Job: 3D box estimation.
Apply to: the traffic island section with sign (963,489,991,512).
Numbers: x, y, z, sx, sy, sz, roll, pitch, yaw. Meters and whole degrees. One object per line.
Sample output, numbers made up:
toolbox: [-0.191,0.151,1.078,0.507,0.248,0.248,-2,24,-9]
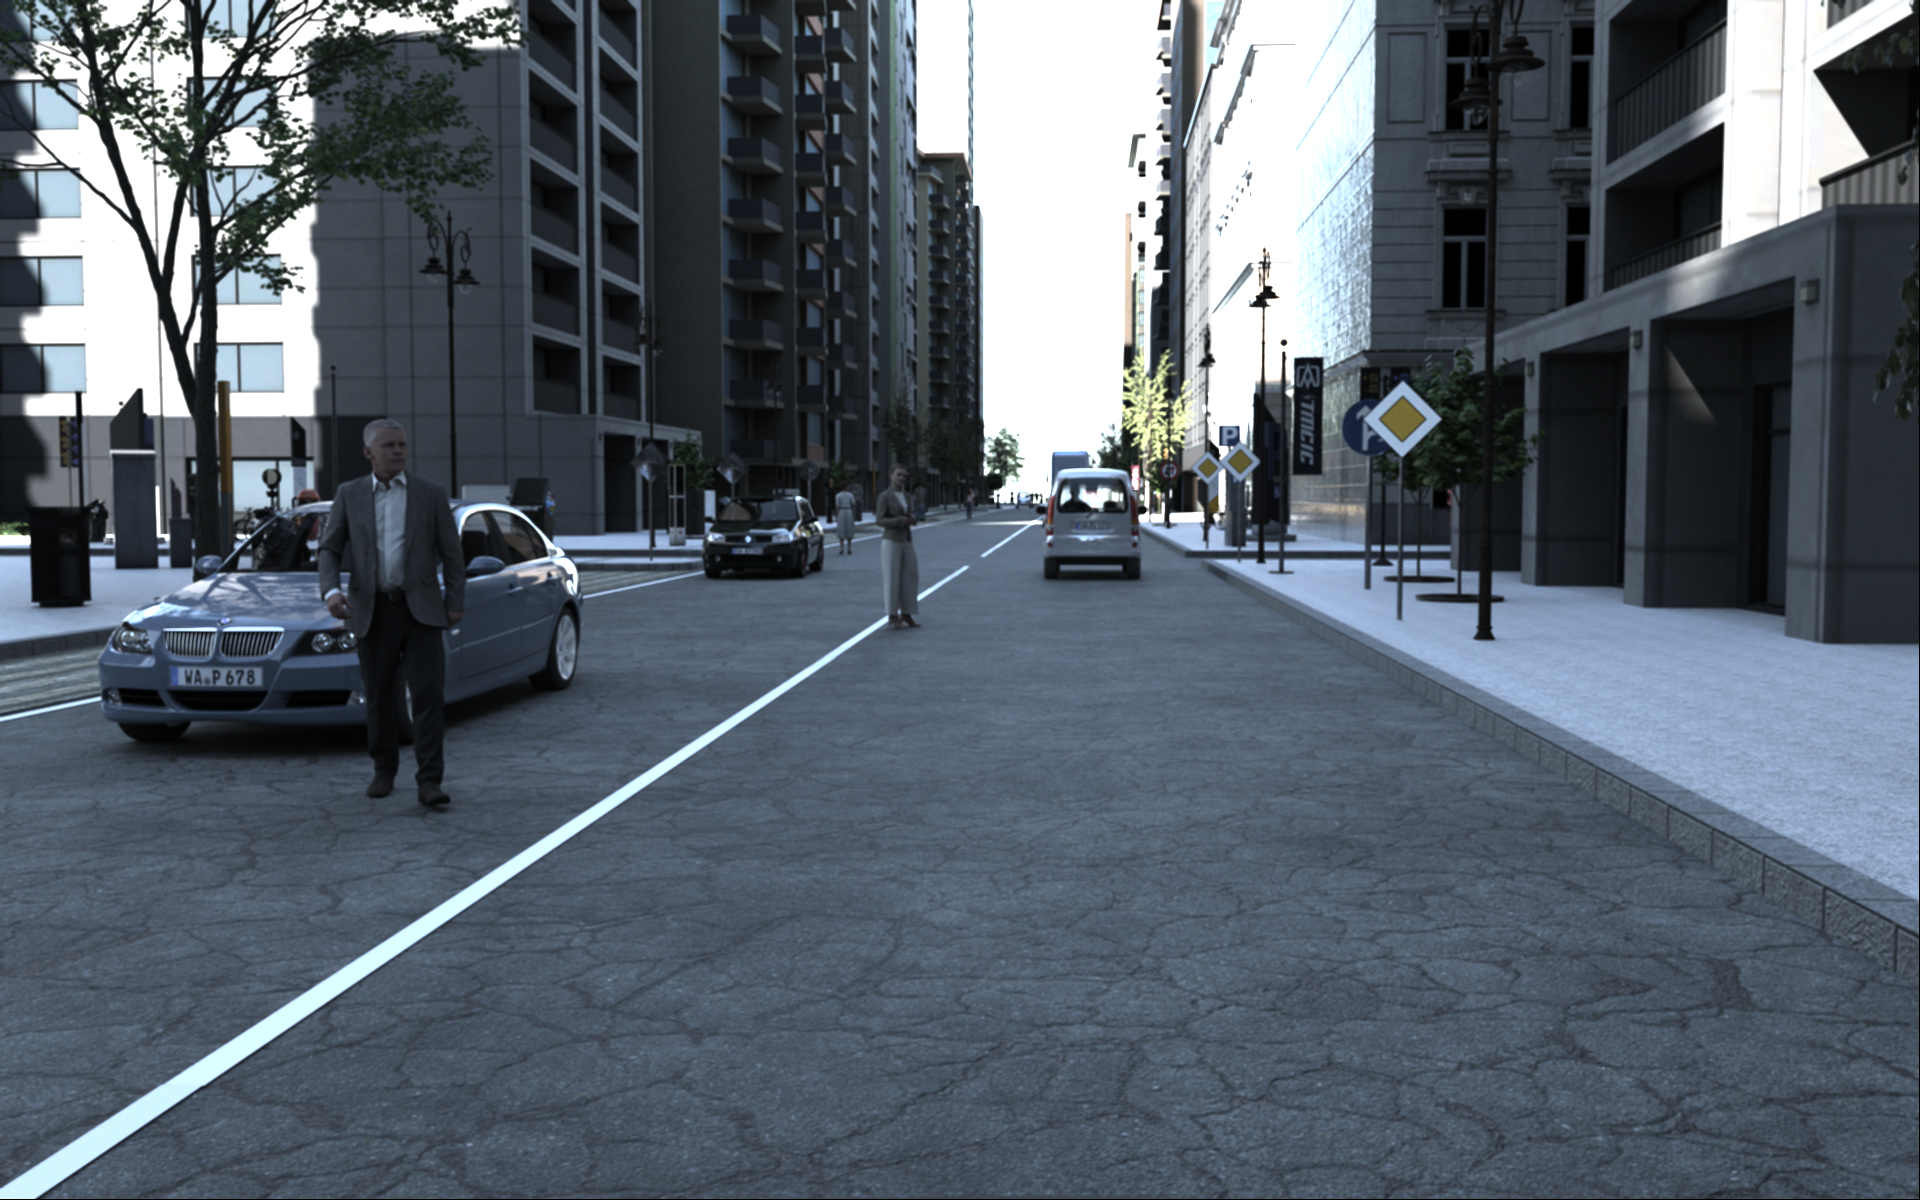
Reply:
traffic island section with sign: [1.272,-8.077,140.693,1.989,1.847,2.006,0,4,4]

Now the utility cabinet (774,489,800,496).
utility cabinet: [-8.082,-4.412,80.807,1.173,1.500,0.318,-1,4,-20]

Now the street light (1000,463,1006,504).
street light: [5.566,-16.006,234.479,0.468,5.910,1.993,0,4,4]

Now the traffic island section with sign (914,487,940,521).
traffic island section with sign: [-2.069,-5.038,90.991,1.989,1.847,2.006,0,4,4]

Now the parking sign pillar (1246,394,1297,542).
parking sign pillar: [8.452,-3.589,47.154,1.447,3.967,1.447,3,4,38]

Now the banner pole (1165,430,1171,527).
banner pole: [8.026,-4.675,66.455,0.401,3.779,0.863,0,4,2]

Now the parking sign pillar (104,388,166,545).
parking sign pillar: [-21.257,-3.427,44.510,1.447,3.967,1.447,2,4,33]

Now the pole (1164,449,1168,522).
pole: [9.349,-5.178,78.510,0.158,3.312,0.155,0,3,0]

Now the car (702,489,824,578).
car: [-3.468,-1.294,30.938,2.009,1.686,4.222,0,4,2]

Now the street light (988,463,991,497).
street light: [3.320,-13.959,201.015,0.468,5.910,1.993,0,4,4]

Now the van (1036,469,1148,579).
van: [2.332,-1.446,30.655,2.013,2.044,4.112,0,4,4]

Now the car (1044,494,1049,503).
car: [14.118,-16.049,272.616,2.015,1.641,3.980,0,4,2]

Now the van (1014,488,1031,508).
van: [6.541,-10.488,178.489,2.013,2.044,4.112,0,4,2]

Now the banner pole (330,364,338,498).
banner pole: [-12.117,-2.664,33.567,0.401,3.779,0.863,-1,4,-22]

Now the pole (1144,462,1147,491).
pole: [11.921,-7.198,111.536,0.158,3.312,0.155,0,3,0]

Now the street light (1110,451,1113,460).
street light: [14.077,-11.330,158.029,0.468,5.910,1.993,0,4,4]

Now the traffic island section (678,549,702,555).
traffic island section: [-5.417,-1.160,41.243,2.009,0.180,2.903,0,4,4]

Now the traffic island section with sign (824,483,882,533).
traffic island section with sign: [-3.904,-3.371,63.740,1.989,1.847,2.006,0,4,4]

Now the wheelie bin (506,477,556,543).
wheelie bin: [-7.863,-1.463,31.824,0.980,1.594,0.693,0,4,7]

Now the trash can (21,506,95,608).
trash can: [-10.266,-0.496,19.761,0.748,1.137,0.748,0,3,0]

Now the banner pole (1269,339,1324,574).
banner pole: [5.436,-2.318,27.923,0.863,3.779,0.401,1,4,13]

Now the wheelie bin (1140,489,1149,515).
wheelie bin: [11.107,-5.907,104.485,0.693,1.594,0.980,0,4,3]

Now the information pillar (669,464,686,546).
information pillar: [-6.999,-2.347,42.863,0.304,2.012,0.304,-3,5,-39]

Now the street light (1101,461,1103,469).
street light: [20.919,-17.423,257.658,0.468,5.910,1.993,0,4,4]

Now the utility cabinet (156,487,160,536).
utility cabinet: [-23.965,-2.551,50.386,1.173,1.500,0.318,-3,4,-36]

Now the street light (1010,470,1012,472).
street light: [7.869,-18.042,267.779,0.468,5.910,1.993,0,4,4]

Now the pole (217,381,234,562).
pole: [-13.284,-2.293,31.338,0.158,3.312,0.155,0,3,0]

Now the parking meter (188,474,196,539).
parking meter: [-21.773,-2.663,49.252,0.255,1.863,0.399,-1,4,-21]

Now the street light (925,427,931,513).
street light: [-2.279,-8.891,118.161,0.468,5.910,1.993,0,4,4]

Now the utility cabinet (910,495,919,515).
utility cabinet: [-2.886,-5.807,106.103,1.020,1.237,0.306,1,4,20]

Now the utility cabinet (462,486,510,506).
utility cabinet: [-12.394,-2.240,45.301,1.173,1.500,0.318,-2,4,-34]

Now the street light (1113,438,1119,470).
street light: [12.905,-10.281,140.883,0.468,5.910,1.993,0,4,4]

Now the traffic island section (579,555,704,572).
traffic island section: [-5.953,-0.672,33.276,2.009,0.180,2.903,0,4,4]

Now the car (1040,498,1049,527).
car: [4.585,-3.945,76.863,2.083,1.381,4.827,0,4,3]

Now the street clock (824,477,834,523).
street clock: [-5.692,-4.340,75.536,0.358,2.002,0.471,2,4,27]

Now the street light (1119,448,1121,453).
street light: [11.894,-9.262,124.224,0.468,5.910,1.993,0,4,4]

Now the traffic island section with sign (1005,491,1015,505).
traffic island section with sign: [6.758,-13.072,222.348,1.989,1.847,2.006,0,4,4]

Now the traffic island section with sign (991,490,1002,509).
traffic island section with sign: [3.097,-9.745,167.958,1.989,1.847,2.006,0,4,4]

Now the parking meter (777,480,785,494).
parking meter: [-7.243,-3.917,69.755,0.399,1.863,0.255,0,4,-4]

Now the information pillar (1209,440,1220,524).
information pillar: [10.860,-5.062,74.120,0.504,3.616,0.183,0,4,-1]

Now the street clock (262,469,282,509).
street clock: [-19.810,-2.773,49.906,0.471,2.002,0.358,0,4,8]

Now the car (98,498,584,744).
car: [-3.839,0.030,11.519,2.014,1.417,4.499,0,4,4]

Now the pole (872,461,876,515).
pole: [-5.251,-6.842,105.712,0.158,3.312,0.155,0,3,0]

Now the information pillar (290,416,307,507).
information pillar: [-20.038,-3.738,52.477,0.183,3.616,0.504,2,4,33]

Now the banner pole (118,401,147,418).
banner pole: [-22.364,-3.474,46.809,0.863,3.779,0.401,-2,4,-30]
